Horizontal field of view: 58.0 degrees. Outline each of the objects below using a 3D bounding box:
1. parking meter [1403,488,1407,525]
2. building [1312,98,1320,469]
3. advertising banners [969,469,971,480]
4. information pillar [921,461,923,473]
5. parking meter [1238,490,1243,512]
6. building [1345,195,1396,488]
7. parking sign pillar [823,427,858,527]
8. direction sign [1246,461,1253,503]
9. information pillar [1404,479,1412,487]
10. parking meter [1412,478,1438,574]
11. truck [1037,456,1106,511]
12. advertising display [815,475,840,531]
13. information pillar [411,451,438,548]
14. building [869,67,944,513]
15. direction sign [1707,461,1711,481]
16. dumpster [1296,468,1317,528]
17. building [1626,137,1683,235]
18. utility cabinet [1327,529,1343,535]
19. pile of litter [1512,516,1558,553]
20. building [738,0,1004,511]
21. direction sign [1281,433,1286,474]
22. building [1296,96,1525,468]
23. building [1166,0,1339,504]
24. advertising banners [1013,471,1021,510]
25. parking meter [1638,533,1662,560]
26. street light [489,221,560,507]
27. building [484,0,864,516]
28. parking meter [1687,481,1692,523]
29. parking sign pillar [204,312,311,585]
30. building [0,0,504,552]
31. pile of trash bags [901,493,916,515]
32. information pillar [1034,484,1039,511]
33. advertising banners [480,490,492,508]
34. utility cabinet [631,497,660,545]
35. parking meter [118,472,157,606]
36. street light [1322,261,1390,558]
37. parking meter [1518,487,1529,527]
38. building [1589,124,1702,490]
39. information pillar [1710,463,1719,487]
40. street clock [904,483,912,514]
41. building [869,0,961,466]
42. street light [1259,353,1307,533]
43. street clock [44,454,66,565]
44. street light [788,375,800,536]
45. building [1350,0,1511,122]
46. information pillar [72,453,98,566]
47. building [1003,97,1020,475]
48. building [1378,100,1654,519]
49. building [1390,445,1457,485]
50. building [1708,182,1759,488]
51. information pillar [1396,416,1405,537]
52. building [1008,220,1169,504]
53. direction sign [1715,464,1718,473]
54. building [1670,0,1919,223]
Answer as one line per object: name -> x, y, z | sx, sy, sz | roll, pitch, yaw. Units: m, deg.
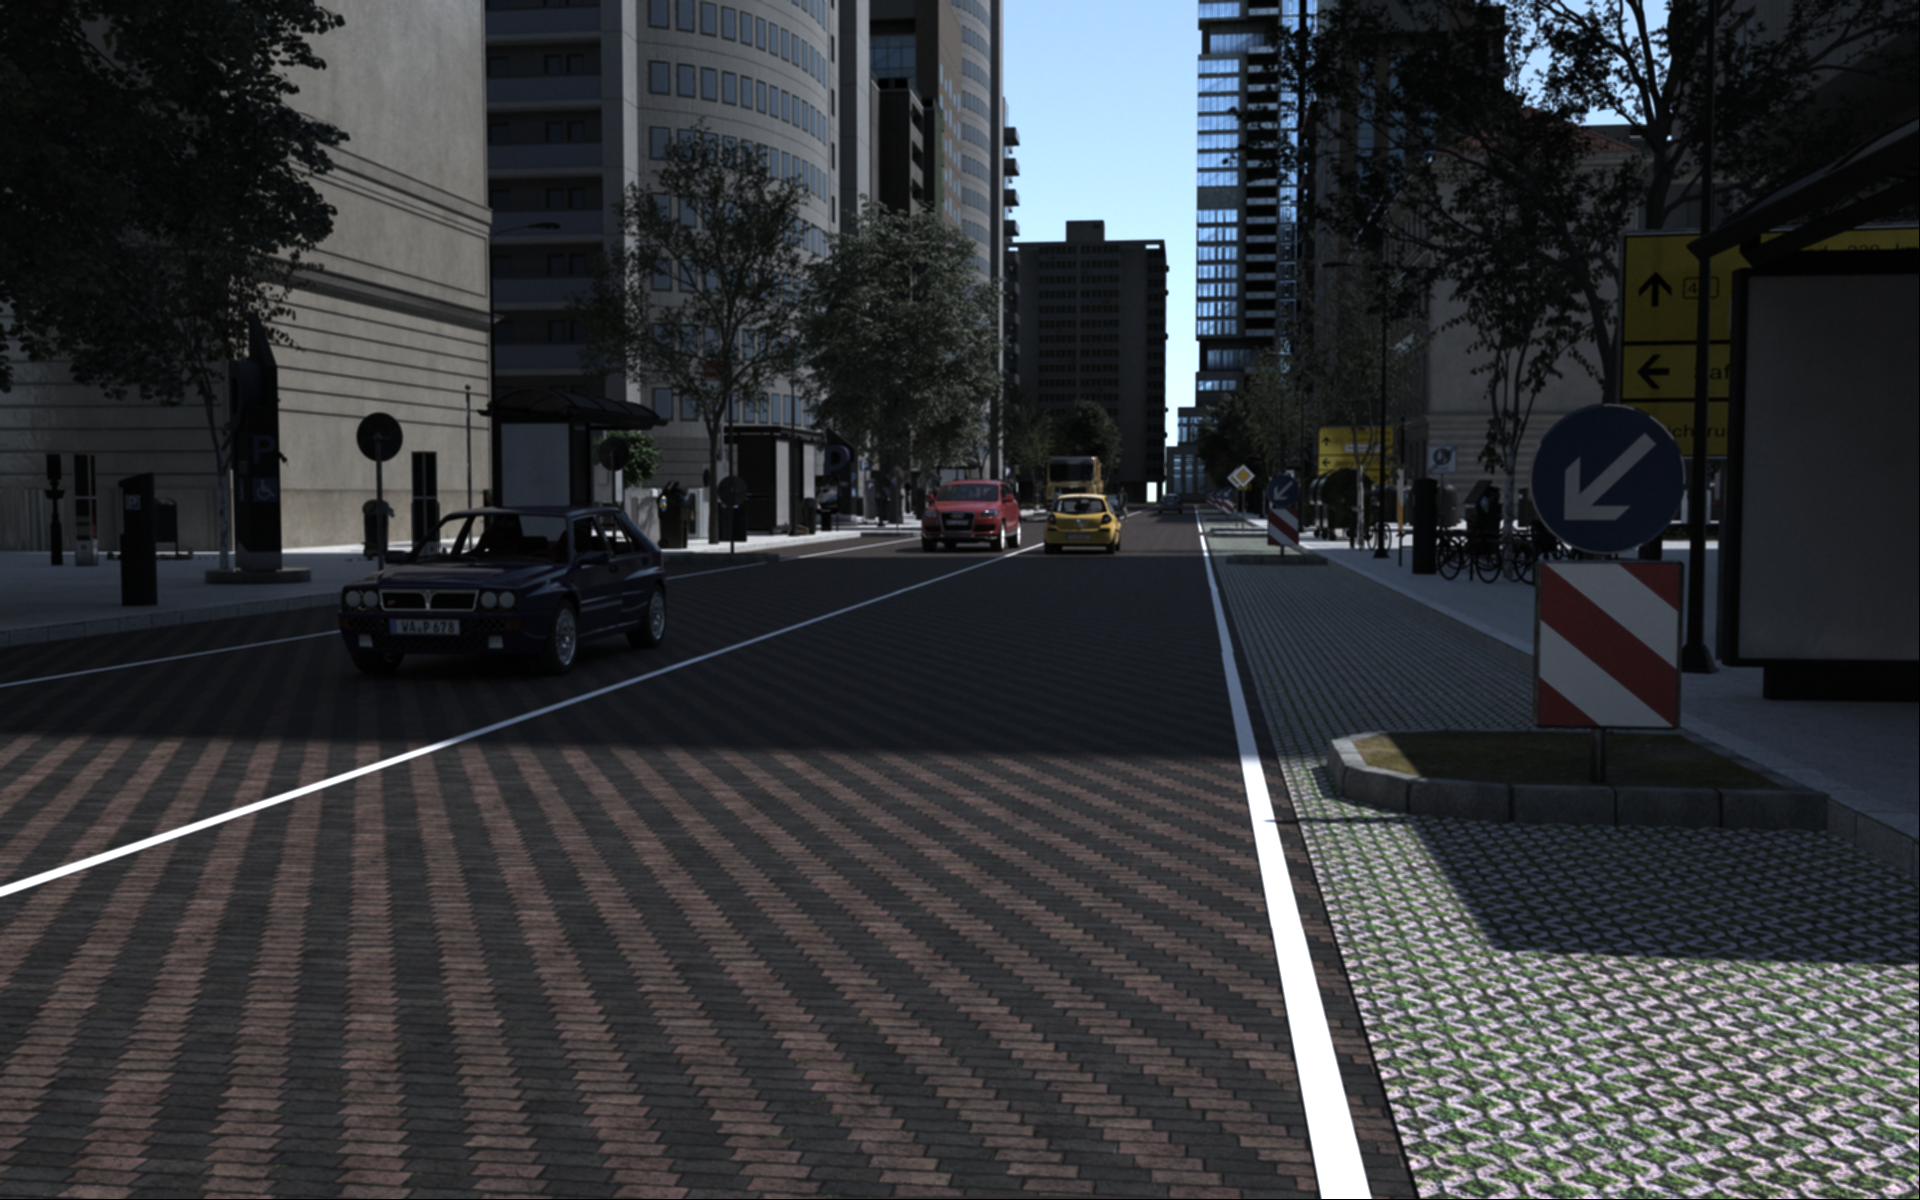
parking meter -> 18.578, -3.933, 72.708 | 0.372, 1.533, 0.369 | 0, 3, 0
building -> 42.015, -31.707, 168.520 | 14.600, 45.320, 14.200 | 0, 4, 8
advertising banners -> 0.576, -7.812, 123.911 | 0.090, 3.025, 2.074 | -1, 4, -9
information pillar -> -2.019, -6.585, 99.021 | 0.504, 3.616, 0.183 | 3, 5, 42
parking meter -> 19.614, -6.890, 121.067 | 0.372, 1.533, 0.369 | 0, 3, 0
building -> 35.728, -18.586, 122.942 | 14.314, 24.678, 30.058 | 0, 4, 8
parking sign pillar -> -4.772, -4.915, 68.831 | 1.447, 3.967, 1.447 | 2, 4, 29
direction sign -> 19.999, -7.815, 119.774 | 0.379, 3.537, 0.876 | 3, 5, 40
information pillar -> 22.376, -5.026, 86.659 | 0.304, 2.012, 0.304 | -3, 4, -38
parking meter -> 7.477, -1.189, 27.854 | 0.372, 1.533, 0.369 | 0, 3, 0
truck -> 6.085, -5.839, 91.393 | 3.469, 3.379, 9.791 | 0, 4, 7
advertising display -> -4.613, -3.336, 59.764 | 0.974, 1.923, 0.123 | 1, 4, 22
information pillar -> -9.254, -1.558, 29.963 | 0.304, 2.012, 0.304 | 2, 4, 28
building -> -9.019, -21.394, 121.494 | 14.160, 30.474, 14.107 | 0, 4, 8
direction sign -> 43.983, -6.757, 102.477 | 0.379, 3.537, 0.876 | -3, 4, -36
dumpster -> 13.715, -3.921, 66.609 | 1.502, 2.255, 1.985 | 0, 4, 8
building -> 89.098, -37.645, 235.098 | 30.456, 49.044, 23.786 | 0, 4, 8
utility cabinet -> 11.705, -2.778, 54.105 | 0.318, 1.500, 1.173 | 2, 4, 25
pile of litter -> 12.724, -1.517, 38.773 | 1.719, 0.858, 1.176 | -2, 4, -35
building -> -7.657, -38.538, 172.090 | 21.231, 58.520, 28.212 | 0, 4, 8
direction sign -> 12.153, -4.473, 65.127 | 0.379, 3.537, 0.876 | 0, 4, 1
building -> 48.610, -32.750, 190.079 | 22.147, 44.769, 28.867 | 0, 4, 8
building -> 44.494, -56.679, 239.378 | 31.000, 86.520, 22.319 | 0, 4, 8
advertising banners -> 4.384, -8.401, 133.546 | 0.090, 3.025, 2.074 | -1, 4, -14
parking meter -> 13.143, -1.664, 32.914 | 0.399, 1.863, 0.255 | -1, 4, -15
street light -> -7.492, -3.497, 29.711 | 1.470, 5.913, 1.316 | 0, 4, 8
building -> -17.701, -33.607, 91.478 | 21.231, 58.520, 28.212 | 0, 4, 8
parking meter -> 27.872, -3.678, 65.841 | 0.399, 1.863, 0.255 | 0, 4, 8
parking sign pillar -> -10.237, -2.244, 25.154 | 1.447, 3.967, 1.447 | -2, 4, -32
building -> -29.222, -13.050, 46.659 | 30.059, 22.955, 16.112 | 0, 4, 8
pile of trash bags -> -2.517, -5.914, 106.453 | 3.447, 1.369, 1.912 | 2, 4, 23
information pillar -> 5.804, -7.754, 131.267 | 0.304, 2.012, 0.304 | 3, 5, 40
advertising banners -> -12.686, -3.270, 49.653 | 2.074, 3.025, 0.090 | -1, 4, -17
utility cabinet -> -7.837, -1.999, 43.853 | 0.306, 1.237, 1.020 | 3, 5, 43
parking meter -> -9.475, -0.706, 19.960 | 0.372, 1.533, 0.369 | 0, 3, 0
street light -> 7.914, -3.799, 34.653 | 1.470, 5.913, 1.316 | 0, 4, 8
parking meter -> 21.713, -3.569, 66.770 | 0.372, 1.533, 0.369 | 0, 3, 0
building -> 74.739, -31.234, 194.265 | 14.086, 41.232, 14.154 | 0, 4, 8
information pillar -> 55.724, -8.377, 128.310 | 0.504, 3.616, 0.183 | 0, 4, 7
street clock -> -3.414, -6.688, 113.917 | 0.471, 2.002, 0.358 | -1, 4, -19
building -> -7.655, -30.605, 150.495 | 14.600, 45.320, 14.200 | 0, 4, 8
street light -> 10.707, -5.161, 56.923 | 1.470, 5.913, 1.316 | 0, 4, 8
street clock -> -16.313, -1.630, 31.227 | 0.358, 2.002, 0.471 | -2, 4, -28
street light -> -4.533, -4.889, 52.475 | 1.470, 5.913, 1.316 | 0, 4, 8
building -> 40.081, -30.817, 153.973 | 14.600, 45.320, 14.200 | 0, 4, 8
information pillar -> -15.588, -1.613, 30.865 | 0.304, 2.012, 0.304 | -1, 4, -9
building -> -8.727, -35.519, 200.347 | 30.456, 49.044, 23.786 | 0, 4, 8
building -> 30.456, -16.010, 97.925 | 11.583, 22.565, 21.152 | 0, 4, 8
building -> 66.223, -28.241, 233.444 | 14.107, 30.474, 14.160 | 0, 4, 8
building -> 91.615, -45.846, 187.837 | 20.611, 71.187, 20.563 | 0, 4, 8
information pillar -> 13.308, -3.728, 52.305 | 0.183, 3.616, 0.504 | 0, 4, 1
building -> 17.808, -34.054, 248.655 | 23.993, 40.220, 32.217 | 0, 4, 8
direction sign -> 57.639, -8.548, 131.762 | 0.379, 3.537, 0.876 | 0, 4, -4
building -> 28.444, -26.684, 25.530 | 28.713, 52.752, 27.495 | 0, 4, 8
